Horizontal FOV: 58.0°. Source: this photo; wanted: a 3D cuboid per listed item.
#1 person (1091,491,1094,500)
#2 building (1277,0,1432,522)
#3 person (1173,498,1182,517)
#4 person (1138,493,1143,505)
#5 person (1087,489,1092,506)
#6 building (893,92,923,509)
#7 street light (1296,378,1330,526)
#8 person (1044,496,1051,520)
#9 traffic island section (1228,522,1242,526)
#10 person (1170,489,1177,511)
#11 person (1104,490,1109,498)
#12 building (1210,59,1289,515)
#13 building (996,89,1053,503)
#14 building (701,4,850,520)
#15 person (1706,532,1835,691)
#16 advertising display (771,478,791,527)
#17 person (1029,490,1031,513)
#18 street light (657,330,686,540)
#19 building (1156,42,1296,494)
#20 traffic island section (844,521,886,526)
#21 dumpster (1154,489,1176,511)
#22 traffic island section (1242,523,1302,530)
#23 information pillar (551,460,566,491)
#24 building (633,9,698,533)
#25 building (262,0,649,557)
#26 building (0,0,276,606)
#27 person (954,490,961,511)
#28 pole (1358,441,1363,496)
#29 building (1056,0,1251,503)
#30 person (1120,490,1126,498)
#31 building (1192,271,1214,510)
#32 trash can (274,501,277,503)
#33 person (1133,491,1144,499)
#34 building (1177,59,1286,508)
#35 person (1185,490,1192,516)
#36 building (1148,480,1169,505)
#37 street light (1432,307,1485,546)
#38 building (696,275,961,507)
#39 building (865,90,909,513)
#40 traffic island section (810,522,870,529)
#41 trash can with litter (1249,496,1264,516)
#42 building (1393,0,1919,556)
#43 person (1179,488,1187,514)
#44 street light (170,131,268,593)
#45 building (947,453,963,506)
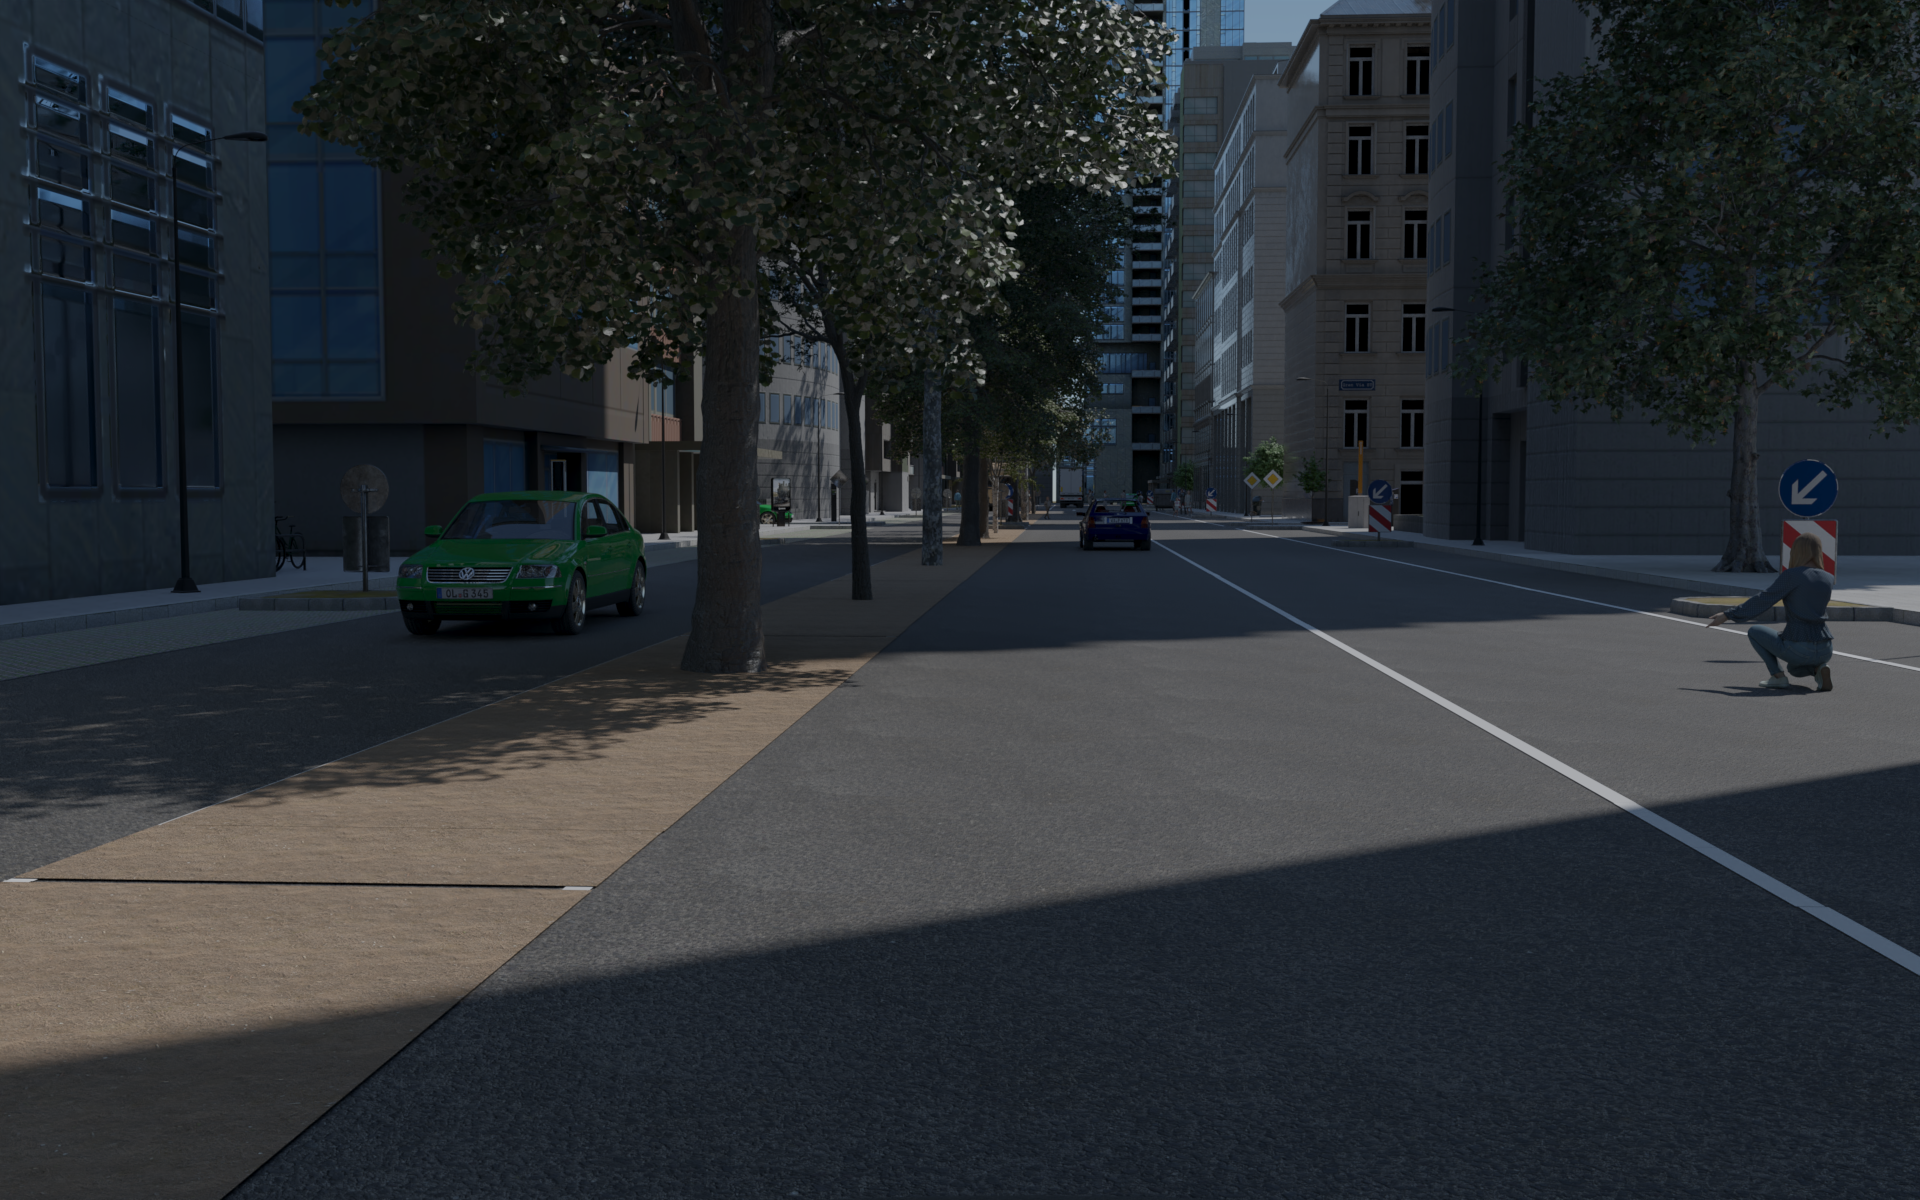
[{"bbox_3d":[15.750,-12.105,206.396,0.705,1.826,1.348,0,4,-5],"label":"person"},{"bbox_3d":[28.508,-17.476,82.989,25.104,27.353,12.463,0,4,4],"label":"building"},{"bbox_3d":[13.309,-5.663,106.097,0.505,1.210,0.382,0,4,-5],"label":"person"},{"bbox_3d":[15.642,-8.522,150.433,0.503,1.515,0.523,-1,4,-15],"label":"person"},{"bbox_3d":[9.739,-7.447,130.433,0.466,1.800,0.511,-1,4,-19],"label":"person"},{"bbox_3d":[-10.120,-28.134,143.581,14.154,41.232,14.086,0,4,4],"label":"building"},{"bbox_3d":[14.104,-5.909,69.147,1.470,5.913,1.316,0,4,4],"label":"street light"},{"bbox_3d":[4.956,-5.190,97.626,0.475,1.303,0.640,-3,5,-41],"label":"person"},{"bbox_3d":[13.207,-3.427,78.312,2.009,0.180,2.903,0,4,4],"label":"traffic island section"},{"bbox_3d":[17.077,-7.919,137.996,0.620,1.820,0.660,3,5,42],"label":"person"},{"bbox_3d":[12.487,-8.493,147.927,0.524,1.755,0.480,0,4,4],"label":"person"},{"bbox_3d":[24.108,-20.902,119.233,11.434,29.767,29.804,0,4,4],"label":"building"},{"bbox_3d":[-0.667,-43.169,247.819,28.212,58.520,21.231,0,4,4],"label":"building"},{"bbox_3d":[-17.225,-33.654,92.237,21.231,58.520,28.212,0,4,4],"label":"building"},{"bbox_3d":[6.069,0.072,12.824,1.012,1.151,0.738,0,4,-4],"label":"person"},{"bbox_3d":[-7.046,-3.848,68.129,0.123,1.923,0.974,3,5,40],"label":"advertising display"},{"bbox_3d":[5.249,-7.536,132.265,0.362,1.759,0.519,3,5,44],"label":"person"},{"bbox_3d":[-7.763,-4.640,48.402,1.470,5.913,1.316,0,4,4],"label":"street light"},{"bbox_3d":[33.890,-34.798,188.557,23.786,49.044,30.456,0,4,4],"label":"building"},{"bbox_3d":[-4.500,-3.495,79.425,2.009,0.180,2.903,0,4,4],"label":"traffic island section"},{"bbox_3d":[17.014,-8.279,143.574,1.865,1.857,1.264,0,4,3],"label":"dumpster"},{"bbox_3d":[12.706,-2.940,70.342,2.009,0.180,2.903,0,4,4],"label":"traffic island section"},{"bbox_3d":[-8.641,-2.008,37.325,0.304,2.012,0.304,-1,4,-9],"label":"information pillar"},{"bbox_3d":[-22.311,-24.763,59.504,28.867,44.769,22.147,0,4,4],"label":"building"},{"bbox_3d":[-16.088,-23.899,40.857,14.600,45.320,14.200,0,4,4],"label":"building"},{"bbox_3d":[-20.692,-42.606,9.285,22.319,86.520,31.000,0,4,4],"label":"building"},{"bbox_3d":[-0.190,-8.292,144.413,0.601,1.785,0.444,-1,4,-14],"label":"person"},{"bbox_3d":[15.348,-4.439,66.413,0.158,3.312,0.155,0,3,0],"label":"pole"},{"bbox_3d":[29.404,-57.128,246.716,31.000,86.520,22.319,0,4,4],"label":"building"},{"bbox_3d":[13.216,-8.029,140.049,0.678,1.792,0.850,3,5,42],"label":"person"},{"bbox_3d":[24.718,-18.003,143.500,9.793,20.994,18.267,0,4,4],"label":"building"},{"bbox_3d":[-13.924,-1.386,34.311,0.748,1.137,0.748,0,3,0],"label":"trash can"},{"bbox_3d":[16.628,-9.289,161.191,1.217,1.723,0.721,-1,4,-14],"label":"person"},{"bbox_3d":[28.027,-29.559,166.889,14.154,41.232,14.086,0,4,4],"label":"building"},{"bbox_3d":[14.846,-6.295,112.432,0.512,1.701,0.522,0,4,6],"label":"person"},{"bbox_3d":[39.953,-32.039,215.726,32.217,40.220,23.993,0,4,4],"label":"building"},{"bbox_3d":[12.398,-4.315,43.092,1.470,5.913,1.316,0,4,4],"label":"street light"},{"bbox_3d":[-11.437,-31.456,168.929,22.147,44.769,28.867,0,4,4],"label":"building"},{"bbox_3d":[-11.280,-21.418,121.883,14.160,30.474,14.107,0,4,4],"label":"building"},{"bbox_3d":[-5.000,-3.008,71.456,2.009,0.180,2.903,0,4,4],"label":"traffic island section"},{"bbox_3d":[17.423,-5.531,101.823,0.624,1.170,1.055,2,4,30],"label":"trash can with litter"},{"bbox_3d":[24.247,-30.941,47.885,21.231,58.520,28.212,0,4,4],"label":"building"},{"bbox_3d":[15.777,-6.971,122.275,0.655,1.846,0.447,-1,4,-9],"label":"person"},{"bbox_3d":[-9.550,-3.046,22.351,1.470,5.913,1.316,0,4,4],"label":"street light"},{"bbox_3d":[-6.337,-25.637,190.859,14.160,30.474,14.107,0,4,4],"label":"building"}]
